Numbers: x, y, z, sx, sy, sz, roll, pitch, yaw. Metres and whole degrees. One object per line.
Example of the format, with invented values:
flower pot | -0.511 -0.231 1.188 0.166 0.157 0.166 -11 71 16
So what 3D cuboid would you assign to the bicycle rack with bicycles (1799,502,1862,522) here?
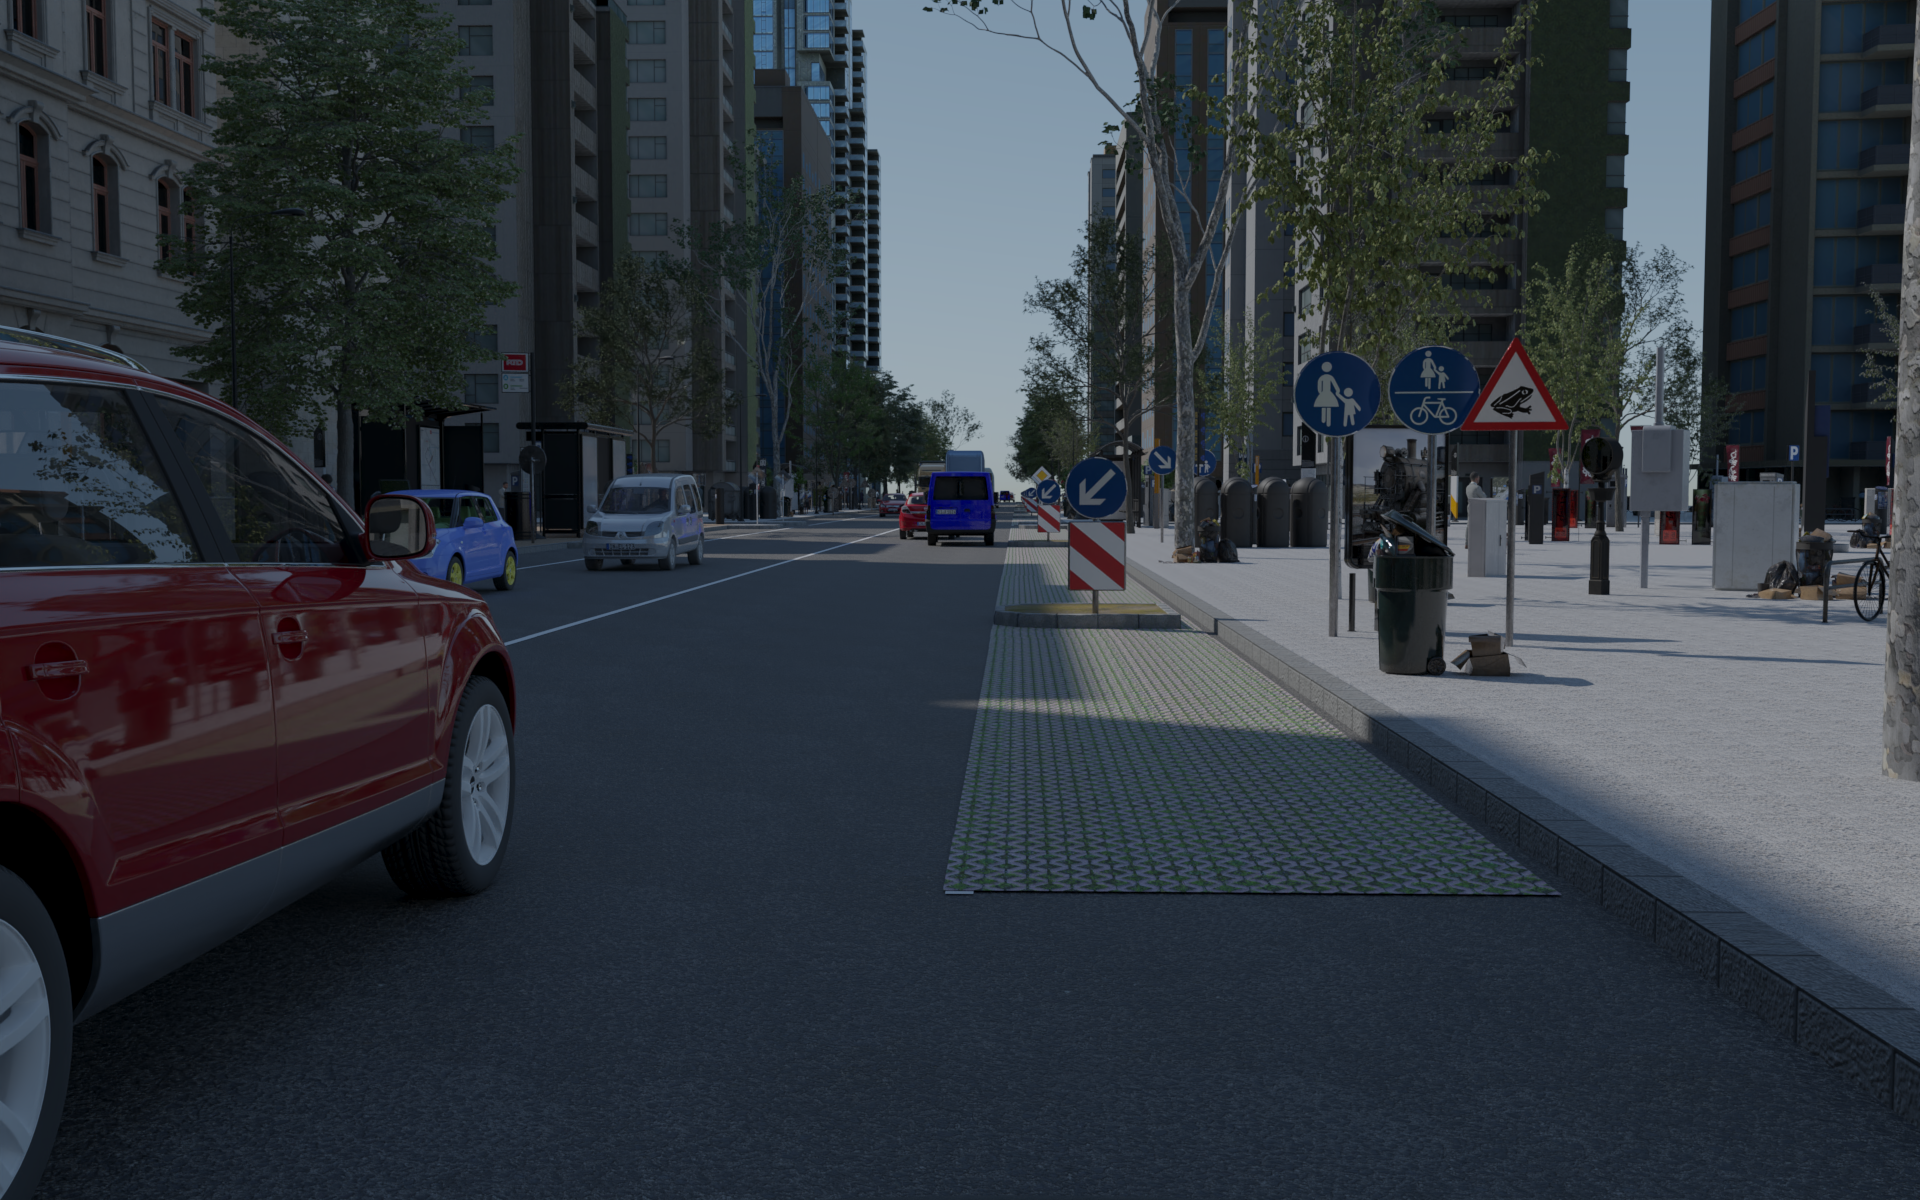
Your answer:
bicycle rack with bicycles | 40.576 -4.129 80.897 2.925 0.926 2.852 2 4 23

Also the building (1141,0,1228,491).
building | 22.908 -30.370 146.653 14.600 45.320 14.200 0 4 2

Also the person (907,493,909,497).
person | -7.110 -14.407 242.304 1.217 1.735 0.721 -2 4 -28

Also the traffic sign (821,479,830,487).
traffic sign | -11.014 -8.646 141.474 0.768 2.556 0.104 0 4 7

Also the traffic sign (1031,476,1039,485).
traffic sign | 3.681 -4.746 79.782 0.795 2.593 0.064 0 4 2

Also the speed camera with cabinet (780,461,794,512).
speed camera with cabinet | -10.528 -6.697 103.832 0.660 3.252 2.038 -1 4 -21

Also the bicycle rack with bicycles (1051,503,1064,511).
bicycle rack with bicycles | 8.188 -6.940 126.852 2.852 0.926 2.925 -1 4 -20

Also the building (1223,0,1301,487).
building | 28.672 -35.162 116.892 21.231 58.520 28.212 0 4 2

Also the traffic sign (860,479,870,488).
traffic sign | -7.901 -8.808 144.009 0.884 2.594 0.081 0 4 8

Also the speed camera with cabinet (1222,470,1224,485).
speed camera with cabinet | 21.783 -8.870 139.354 0.660 3.252 2.038 -2 4 -28

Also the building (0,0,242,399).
building | -27.375 -15.315 37.785 14.401 28.519 23.554 0 4 2

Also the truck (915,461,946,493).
truck | -2.037 -9.750 148.320 2.839 4.237 11.283 0 4 4

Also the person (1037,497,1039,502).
person | 11.768 -15.627 262.269 0.721 1.736 1.217 -1 4 -16

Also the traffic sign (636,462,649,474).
traffic sign | -12.941 -4.320 70.636 0.884 2.594 0.081 0 4 8

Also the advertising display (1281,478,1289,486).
advertising display | 13.090 -3.999 70.598 0.123 1.923 0.974 -1 4 -20

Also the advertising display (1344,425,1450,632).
advertising display | 4.073 -0.670 16.173 0.974 1.923 0.123 -1 4 -9

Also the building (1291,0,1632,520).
building | 25.582 -19.515 90.779 14.107 30.474 14.160 0 4 2

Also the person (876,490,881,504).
person | -10.481 -13.149 221.018 0.705 1.826 1.348 -2 4 -25

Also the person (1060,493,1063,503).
person | 13.298 -13.342 227.379 0.628 1.438 0.799 2 4 24

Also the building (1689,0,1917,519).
building | 56.357 -27.000 96.077 28.867 44.769 22.147 0 4 2

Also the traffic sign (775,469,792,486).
traffic sign | -8.206 -4.771 80.195 0.795 2.593 0.064 0 4 2

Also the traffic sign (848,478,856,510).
traffic sign | -8.818 -8.584 140.456 0.768 2.556 0.104 0 4 4

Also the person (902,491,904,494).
person | -10.378 -18.880 314.668 0.705 1.831 1.348 -2 4 -33

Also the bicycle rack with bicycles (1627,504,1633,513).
bicycle rack with bicycles | 46.071 -6.711 123.105 2.852 0.926 2.925 0 4 -4

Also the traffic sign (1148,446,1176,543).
traffic sign | 5.333 -2.784 45.629 0.768 2.556 0.104 0 4 4

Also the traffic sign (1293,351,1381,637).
traffic sign | 3.359 -0.942 15.511 0.768 2.556 0.104 0 4 4

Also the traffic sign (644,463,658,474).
traffic sign | -12.782 -4.345 71.141 0.768 2.556 0.104 0 4 3

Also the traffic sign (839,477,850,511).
traffic sign | -8.802 -8.095 132.363 0.884 2.594 0.081 0 4 2

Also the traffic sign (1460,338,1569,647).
traffic sign | 4.622 -0.887 14.500 0.884 2.594 0.081 0 4 4

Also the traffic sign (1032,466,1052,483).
traffic sign | 3.416 -4.258 71.801 0.795 2.593 0.064 0 4 2

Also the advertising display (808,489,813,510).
advertising display | -12.533 -8.444 143.266 0.123 1.923 0.974 -3 5 -41

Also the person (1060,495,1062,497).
person | 12.774 -13.221 222.725 0.721 1.766 1.217 -2 4 -26

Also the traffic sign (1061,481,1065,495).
traffic sign | 9.090 -9.169 150.012 0.768 2.556 0.104 0 4 7

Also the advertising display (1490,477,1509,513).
advertising display | 20.128 -3.616 64.342 0.974 1.923 0.123 -1 4 -21

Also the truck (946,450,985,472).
truck | 0.130 -6.800 100.935 2.967 4.110 18.799 0 4 2

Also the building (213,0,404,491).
building | -29.144 -12.485 58.888 16.860 20.320 10.420 0 4 2

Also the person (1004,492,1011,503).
person | 7.738 -16.977 286.007 1.348 1.831 0.705 0 4 3

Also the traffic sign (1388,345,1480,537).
traffic sign | 4.058 -0.905 14.909 0.768 2.556 0.104 1 4 8

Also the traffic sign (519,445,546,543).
traffic sign | -11.113 -2.745 44.994 0.768 2.556 0.104 1 4 11

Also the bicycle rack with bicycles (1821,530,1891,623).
bicycle rack with bicycles | 10.078 -0.239 17.284 2.925 0.926 2.852 -3 5 -45

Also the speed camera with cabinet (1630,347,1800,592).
speed camera with cabinet | 10.118 -1.767 23.219 2.038 3.252 0.660 2 4 31

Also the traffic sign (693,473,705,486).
traffic sign | -12.713 -5.036 84.460 0.606 2.300 0.079 1 4 9

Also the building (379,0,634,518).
building | -26.627 -19.814 95.668 14.160 30.474 14.107 0 4 2

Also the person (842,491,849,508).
person | -10.565 -9.394 160.184 0.990 1.755 0.434 2 4 26

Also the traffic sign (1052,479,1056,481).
traffic sign | 8.041 -9.150 149.713 0.768 2.556 0.104 1 4 11

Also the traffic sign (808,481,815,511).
traffic sign | -11.226 -7.878 130.941 0.606 2.300 0.079 0 4 7

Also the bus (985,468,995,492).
bus | 1.132 -8.081 126.979 2.948 3.499 13.247 0 3 0

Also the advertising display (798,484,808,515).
advertising display | -9.815 -6.236 107.166 0.123 1.923 0.974 1 4 16

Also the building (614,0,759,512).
building | -22.395 -26.853 122.646 14.154 41.232 14.086 0 4 2

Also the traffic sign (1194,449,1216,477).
traffic sign | 6.867 -2.996 49.086 0.768 2.556 0.104 0 4 3

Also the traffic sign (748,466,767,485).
traffic sign | -8.471 -4.283 72.214 0.795 2.593 0.064 0 4 2

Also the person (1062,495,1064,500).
person | 14.651 -14.502 246.407 1.065 1.426 0.557 1 4 8
